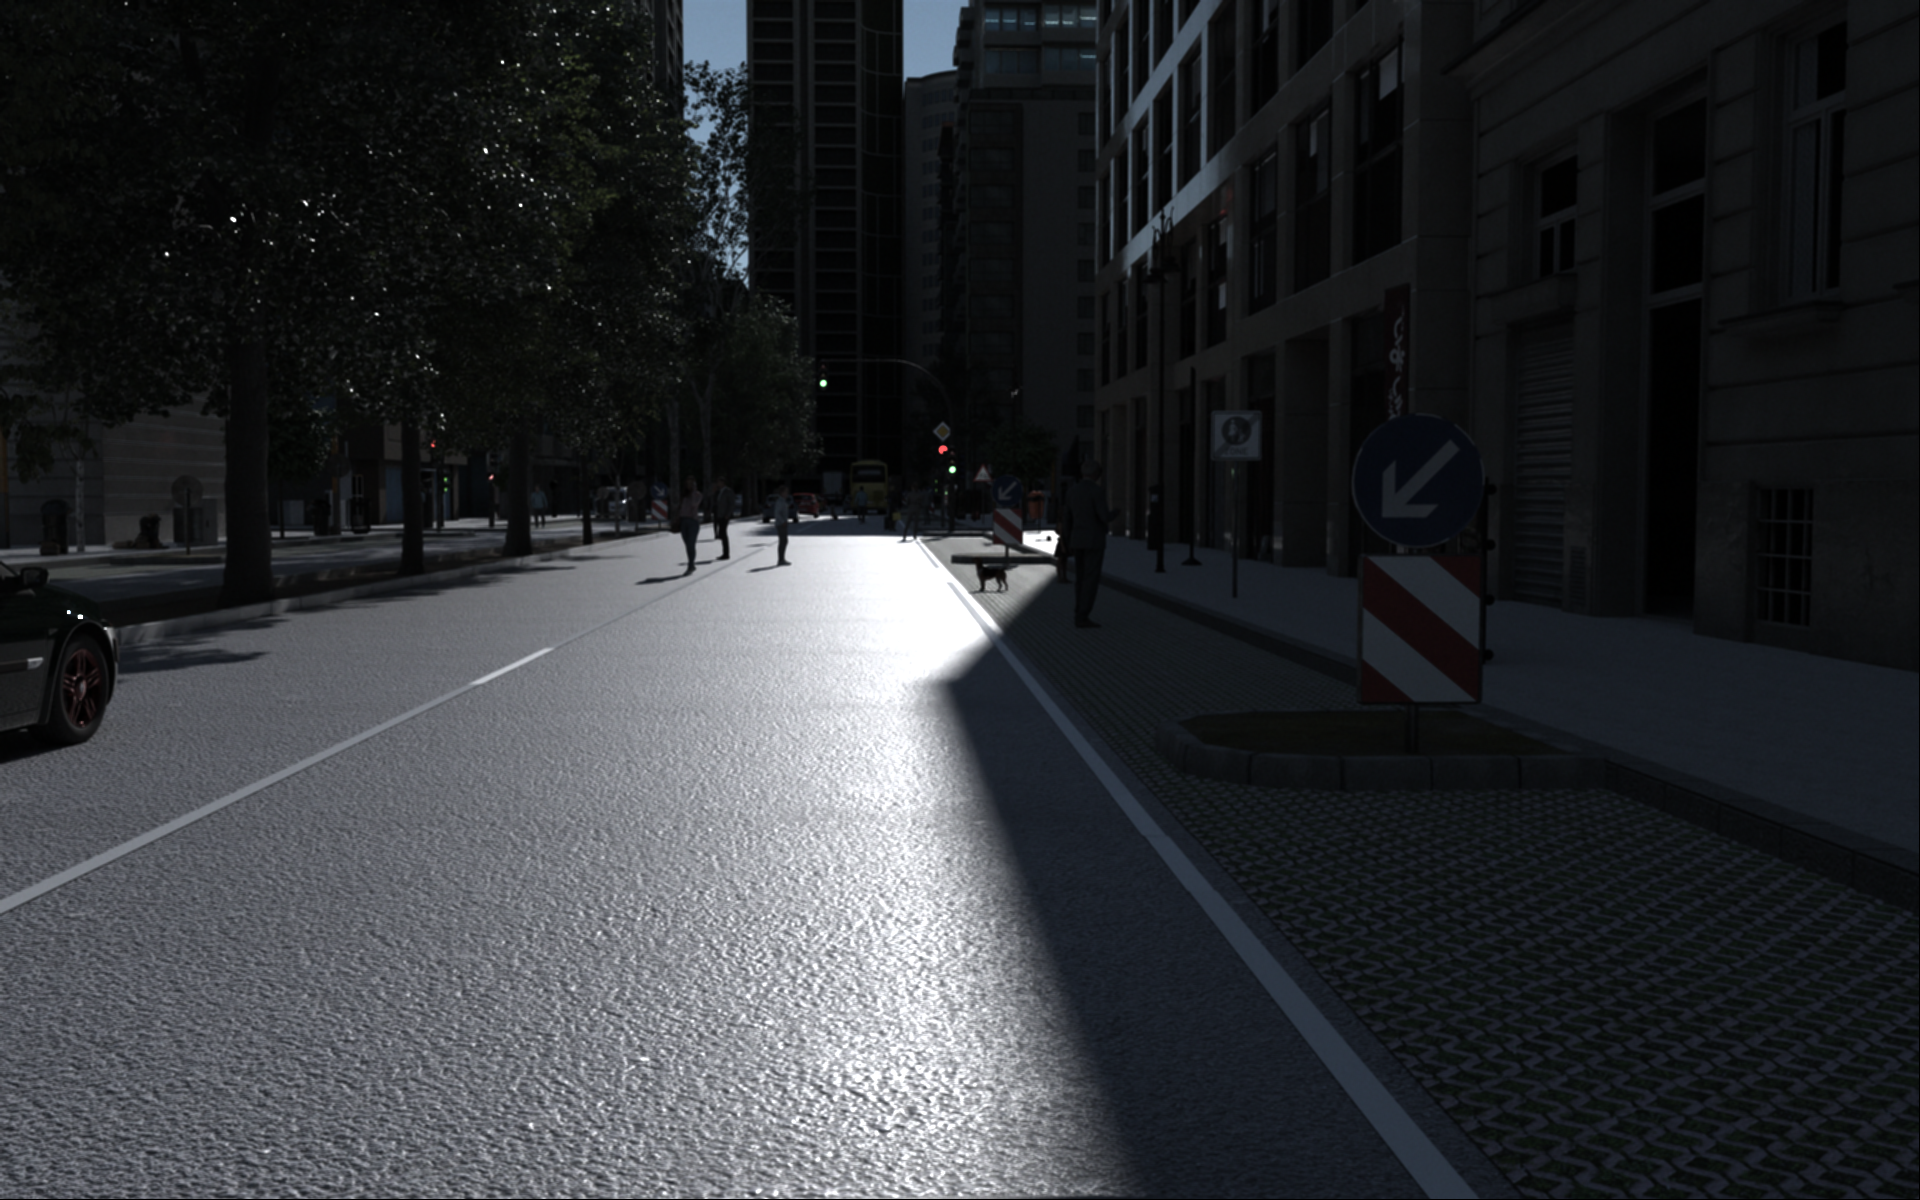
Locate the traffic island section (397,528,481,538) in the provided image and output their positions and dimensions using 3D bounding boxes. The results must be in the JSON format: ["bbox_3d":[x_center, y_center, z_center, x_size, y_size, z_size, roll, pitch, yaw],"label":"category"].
[{"bbox_3d":[-17.535,-2.199,58.229,2.009,0.180,2.903,0,4,-3],"label":"traffic island section"}]

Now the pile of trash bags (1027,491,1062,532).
[{"bbox_3d":[3.859,-3.001,58.818,3.447,1.369,1.912,-2,4,-24],"label":"pile of trash bags"}]

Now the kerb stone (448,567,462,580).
[{"bbox_3d":[-8.609,-0.424,29.178,0.120,0.150,1.000,0,4,-3],"label":"kerb stone"}]

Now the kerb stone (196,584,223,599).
[{"bbox_3d":[-10.458,-0.109,23.974,0.120,0.150,1.000,0,4,-3],"label":"kerb stone"}]

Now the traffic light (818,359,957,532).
[{"bbox_3d":[-2.388,-5.139,58.683,4.771,5.953,1.251,0,4,-3],"label":"traffic light"}]

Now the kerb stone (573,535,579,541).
[{"bbox_3d":[-11.817,-1.864,52.671,0.120,0.150,1.000,0,4,-3],"label":"kerb stone"}]

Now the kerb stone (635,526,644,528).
[{"bbox_3d":[-12.525,-2.771,67.499,0.120,0.150,1.000,0,4,-3],"label":"kerb stone"}]

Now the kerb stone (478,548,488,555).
[{"bbox_3d":[-11.232,-1.102,40.358,0.120,0.150,1.000,0,4,-3],"label":"kerb stone"}]

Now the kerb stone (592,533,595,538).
[{"bbox_3d":[-11.968,-2.049,55.742,0.120,0.150,1.000,0,4,-3],"label":"kerb stone"}]

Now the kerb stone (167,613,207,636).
[{"bbox_3d":[-8.064,0.266,17.896,0.120,0.150,1.000,0,4,-3],"label":"kerb stone"}]

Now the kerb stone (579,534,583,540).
[{"bbox_3d":[-11.864,-1.927,53.701,0.120,0.150,1.000,0,4,-3],"label":"kerb stone"}]

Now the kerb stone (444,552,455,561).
[{"bbox_3d":[-11.100,-0.923,37.283,0.120,0.150,1.000,0,4,-3],"label":"kerb stone"}]

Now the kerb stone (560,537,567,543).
[{"bbox_3d":[-11.728,-1.736,50.629,0.120,0.150,1.000,0,4,-3],"label":"kerb stone"}]

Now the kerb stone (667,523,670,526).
[{"bbox_3d":[-12.915,-3.273,75.706,0.120,0.150,1.000,0,4,-3],"label":"kerb stone"}]

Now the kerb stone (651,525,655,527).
[{"bbox_3d":[-12.669,-2.959,70.575,0.120,0.150,1.000,0,4,-3],"label":"kerb stone"}]

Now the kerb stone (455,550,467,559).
[{"bbox_3d":[-11.134,-0.985,38.308,0.120,0.150,1.000,0,4,-3],"label":"kerb stone"}]

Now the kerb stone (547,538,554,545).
[{"bbox_3d":[-11.625,-1.613,48.573,0.120,0.150,1.000,0,4,-3],"label":"kerb stone"}]

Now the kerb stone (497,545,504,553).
[{"bbox_3d":[-11.331,-1.236,42.401,0.120,0.150,1.000,0,4,-3],"label":"kerb stone"}]

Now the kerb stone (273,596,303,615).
[{"bbox_3d":[-8.215,0.075,20.965,0.120,0.150,1.000,0,4,-3],"label":"kerb stone"}]

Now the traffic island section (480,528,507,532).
[{"bbox_3d":[-17.912,-2.687,66.205,2.009,0.180,2.903,0,4,-3],"label":"traffic island section"}]

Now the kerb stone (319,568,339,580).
[{"bbox_3d":[-10.699,-0.422,29.101,0.120,0.150,1.000,0,4,-3],"label":"kerb stone"}]

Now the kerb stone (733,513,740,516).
[{"bbox_3d":[-14.716,-5.590,113.589,0.120,0.150,1.000,0,4,-3],"label":"kerb stone"}]

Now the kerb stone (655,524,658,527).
[{"bbox_3d":[-12.713,-3.021,71.596,0.120,0.150,1.000,0,4,-3],"label":"kerb stone"}]

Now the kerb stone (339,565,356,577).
[{"bbox_3d":[-10.761,-0.485,30.125,0.120,0.150,1.000,0,4,-3],"label":"kerb stone"}]

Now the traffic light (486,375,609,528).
[{"bbox_3d":[-15.787,-5.599,66.206,4.771,5.953,1.251,0,4,-3],"label":"traffic light"}]

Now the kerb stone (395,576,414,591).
[{"bbox_3d":[-8.460,-0.239,26.101,0.120,0.150,1.000,0,4,-3],"label":"kerb stone"}]

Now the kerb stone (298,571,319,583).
[{"bbox_3d":[-10.660,-0.359,28.069,0.120,0.150,1.000,0,4,-3],"label":"kerb stone"}]

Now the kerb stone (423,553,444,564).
[{"bbox_3d":[-11.039,-0.860,36.262,0.120,0.150,1.000,0,4,-3],"label":"kerb stone"}]

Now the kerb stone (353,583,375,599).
[{"bbox_3d":[-8.366,-0.113,24.038,0.120,0.150,1.000,0,4,-3],"label":"kerb stone"}]

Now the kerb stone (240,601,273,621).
[{"bbox_3d":[-8.172,0.138,19.944,0.120,0.150,1.000,0,4,-3],"label":"kerb stone"}]

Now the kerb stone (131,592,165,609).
[{"bbox_3d":[-10.364,0.018,21.927,0.120,0.150,1.000,0,4,-3],"label":"kerb stone"}]

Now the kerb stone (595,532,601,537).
[{"bbox_3d":[-12.071,-2.177,57.783,0.120,0.150,1.000,0,4,-3],"label":"kerb stone"}]

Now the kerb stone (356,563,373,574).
[{"bbox_3d":[-10.815,-0.547,31.145,0.120,0.150,1.000,0,4,-3],"label":"kerb stone"}]

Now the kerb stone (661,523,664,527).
[{"bbox_3d":[-12.819,-3.147,73.642,0.120,0.150,1.000,0,4,-3],"label":"kerb stone"}]

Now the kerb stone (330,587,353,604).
[{"bbox_3d":[-8.311,-0.050,23.015,0.120,0.150,1.000,0,4,-3],"label":"kerb stone"}]

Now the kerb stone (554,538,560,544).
[{"bbox_3d":[-11.672,-1.676,49.601,0.120,0.150,1.000,0,4,-3],"label":"kerb stone"}]

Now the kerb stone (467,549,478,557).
[{"bbox_3d":[-11.188,-1.048,39.330,0.120,0.150,1.000,0,4,-3],"label":"kerb stone"}]

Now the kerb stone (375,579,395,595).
[{"bbox_3d":[-8.415,-0.176,25.071,0.120,0.150,1.000,0,4,-3],"label":"kerb stone"}]

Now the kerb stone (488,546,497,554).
[{"bbox_3d":[-11.286,-1.171,41.379,0.120,0.150,1.000,0,4,-3],"label":"kerb stone"}]

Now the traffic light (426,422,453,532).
[{"bbox_3d":[-17.494,-4.231,58.096,0.839,4.253,0.868,0,4,-3],"label":"traffic light"}]

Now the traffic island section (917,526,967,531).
[{"bbox_3d":[-0.640,-2.736,67.015,2.009,0.180,2.903,0,4,-3],"label":"traffic island section"}]

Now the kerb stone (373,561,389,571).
[{"bbox_3d":[-10.856,-0.610,32.169,0.120,0.150,1.000,0,4,-3],"label":"kerb stone"}]

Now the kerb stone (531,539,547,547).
[{"bbox_3d":[-11.576,-1.548,47.540,0.120,0.150,1.000,0,4,-3],"label":"kerb stone"}]

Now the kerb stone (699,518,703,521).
[{"bbox_3d":[-13.690,-4.274,92.072,0.120,0.150,1.000,0,4,-3],"label":"kerb stone"}]

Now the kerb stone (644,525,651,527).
[{"bbox_3d":[-12.618,-2.897,69.554,0.120,0.150,1.000,0,4,-3],"label":"kerb stone"}]

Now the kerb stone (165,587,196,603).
[{"bbox_3d":[-10.416,-0.046,22.953,0.120,0.150,1.000,0,4,-3],"label":"kerb stone"}]

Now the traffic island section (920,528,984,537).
[{"bbox_3d":[-0.262,-2.248,59.039,2.009,0.180,2.903,0,4,-3],"label":"traffic island section"}]

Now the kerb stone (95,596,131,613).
[{"bbox_3d":[-10.319,0.079,20.902,0.120,0.150,1.000,0,4,-3],"label":"kerb stone"}]

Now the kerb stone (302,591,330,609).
[{"bbox_3d":[-8.259,0.012,21.993,0.120,0.150,1.000,0,4,-3],"label":"kerb stone"}]

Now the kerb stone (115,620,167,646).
[{"bbox_3d":[-8.015,0.326,16.870,0.120,0.150,1.000,0,4,-3],"label":"kerb stone"}]

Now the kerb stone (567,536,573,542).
[{"bbox_3d":[-11.780,-1.801,51.649,0.120,0.150,1.000,0,4,-3],"label":"kerb stone"}]

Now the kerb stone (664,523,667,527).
[{"bbox_3d":[-12.869,-3.205,74.681,0.120,0.150,1.000,0,4,-3],"label":"kerb stone"}]

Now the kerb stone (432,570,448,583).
[{"bbox_3d":[-8.551,-0.364,28.156,0.120,0.150,1.000,0,4,-3],"label":"kerb stone"}]

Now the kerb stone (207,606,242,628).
[{"bbox_3d":[-8.114,0.204,18.917,0.120,0.150,1.000,0,4,-3],"label":"kerb stone"}]

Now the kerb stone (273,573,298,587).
[{"bbox_3d":[-10.613,-0.296,27.042,0.120,0.150,1.000,0,4,-3],"label":"kerb stone"}]

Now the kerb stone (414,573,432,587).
[{"bbox_3d":[-8.503,-0.301,27.122,0.120,0.150,1.000,0,4,-3],"label":"kerb stone"}]

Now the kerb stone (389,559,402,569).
[{"bbox_3d":[-10.908,-0.673,33.192,0.120,0.150,1.000,0,4,-3],"label":"kerb stone"}]

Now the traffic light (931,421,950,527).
[{"bbox_3d":[-0.681,-4.769,66.899,0.839,4.253,0.868,0,4,-3],"label":"traffic light"}]

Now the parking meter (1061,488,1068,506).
[{"bbox_3d":[4.372,-3.864,71.590,0.372,1.533,0.369,0,3,0],"label":"parking meter"}]
